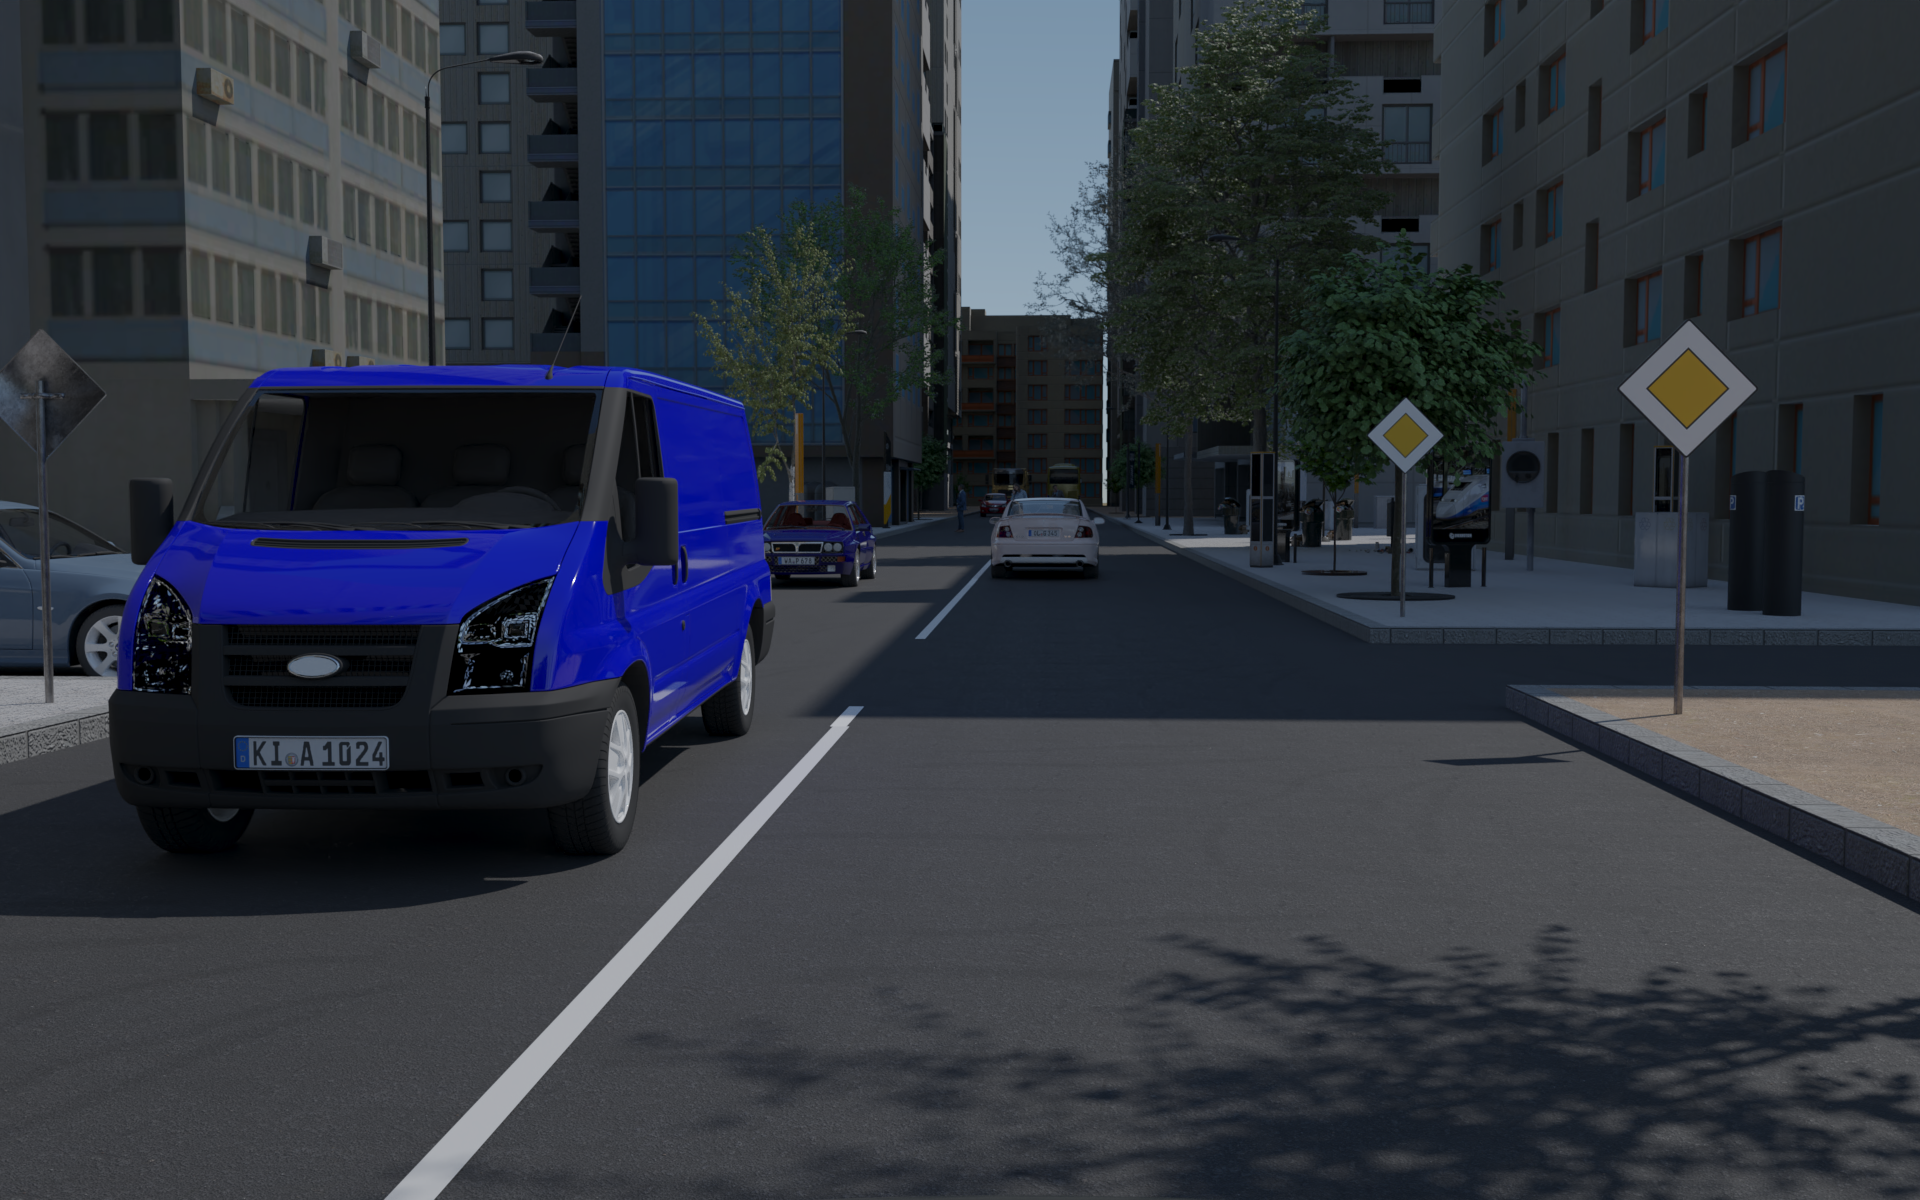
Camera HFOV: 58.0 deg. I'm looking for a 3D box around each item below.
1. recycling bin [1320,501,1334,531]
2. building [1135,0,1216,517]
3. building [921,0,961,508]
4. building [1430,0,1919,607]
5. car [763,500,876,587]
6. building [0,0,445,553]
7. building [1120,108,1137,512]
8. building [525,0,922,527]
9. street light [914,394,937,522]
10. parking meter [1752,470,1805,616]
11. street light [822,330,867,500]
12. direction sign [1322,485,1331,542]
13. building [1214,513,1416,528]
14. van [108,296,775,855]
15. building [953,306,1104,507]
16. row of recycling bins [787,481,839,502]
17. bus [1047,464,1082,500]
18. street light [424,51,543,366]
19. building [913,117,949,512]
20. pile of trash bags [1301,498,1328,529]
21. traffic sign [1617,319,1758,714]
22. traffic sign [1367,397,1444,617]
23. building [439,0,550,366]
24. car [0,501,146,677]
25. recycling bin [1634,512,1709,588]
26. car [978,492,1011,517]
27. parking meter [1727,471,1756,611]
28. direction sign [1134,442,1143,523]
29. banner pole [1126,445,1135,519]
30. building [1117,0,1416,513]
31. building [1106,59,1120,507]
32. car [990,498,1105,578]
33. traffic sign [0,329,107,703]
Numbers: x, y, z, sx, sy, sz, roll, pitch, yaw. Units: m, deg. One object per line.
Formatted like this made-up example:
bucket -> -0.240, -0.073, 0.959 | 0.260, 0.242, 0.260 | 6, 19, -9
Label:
recycling bin -> 12.866, -2.974, 61.175 | 0.722, 1.027, 0.722 | 2, 4, 31
building -> 21.863, -34.779, 110.642 | 21.231, 58.520, 28.212 | 0, 4, 3
building -> -13.502, -34.564, 154.358 | 27.495, 52.752, 28.713 | 0, 4, 3
building -> 26.038, -11.358, 30.750 | 28.899, 21.520, 27.650 | 0, 4, 3
car -> -2.359, -0.945, 28.033 | 1.945, 1.354, 3.894 | 0, 4, 3
building -> -23.564, -20.745, 31.065 | 32.217, 40.220, 23.993 | 0, 4, 3
building -> 19.279, -22.085, 132.787 | 14.160, 30.474, 14.107 | 0, 4, 3
building -> -9.043, -25.814, 72.162 | 14.600, 45.320, 14.200 | 0, 4, 3
street light -> -1.746, -6.613, 80.655 | 1.470, 5.913, 1.316 | 0, 4, 3
parking meter -> 8.706, -0.605, 18.306 | 0.372, 1.533, 0.369 | 0, 3, 0
street light -> -3.344, -4.695, 49.306 | 1.470, 5.913, 1.316 | 0, 4, 3
direction sign -> 9.794, -3.338, 46.574 | 0.876, 3.537, 0.379 | 3, 5, 44
building -> 23.926, -29.873, 77.668 | 28.713, 52.752, 27.495 | 0, 4, 3
van -> -2.223, -0.262, 8.674 | 2.240, 2.365, 5.245 | 0, 4, 1
building -> 1.020, -21.232, 192.190 | 28.899, 21.520, 27.650 | 0, 4, 3
row of recycling bins -> -4.838, -3.054, 57.041 | 1.069, 1.692, 3.534 | -2, 4, -24
bus -> 8.389, -9.046, 139.440 | 2.896, 3.916, 12.252 | 0, 4, 4
street light -> -5.074, -2.803, 18.371 | 1.470, 5.913, 1.316 | 0, 4, 3
building -> -8.324, -21.869, 129.258 | 14.160, 30.474, 14.107 | 0, 4, 3
pile of trash bags -> 12.375, -3.311, 63.887 | 3.447, 1.369, 1.912 | 0, 4, 5
traffic sign -> 4.185, -0.391, 10.039 | 0.795, 2.450, 0.064 | 0, 4, 3
traffic sign -> 4.615, -0.879, 18.012 | 0.795, 2.450, 0.064 | 0, 4, 3
building -> -16.001, -31.741, 108.198 | 28.713, 52.752, 27.495 | 0, 4, 3
car -> -7.649, -0.095, 13.548 | 4.499, 1.417, 2.014 | 0, 4, 1
recycling bin -> 9.841, -0.698, 23.961 | 0.722, 1.027, 0.722 | -3, 4, -37
car -> 2.244, -6.157, 109.713 | 2.155, 1.783, 4.494 | 0, 4, 4
parking meter -> 8.688, -0.654, 19.107 | 0.372, 1.533, 0.369 | 0, 3, 0
direction sign -> 7.856, -5.144, 76.109 | 0.379, 3.537, 0.876 | 0, 4, 1
banner pole -> 8.671, -6.013, 88.335 | 0.401, 3.779, 0.863 | 3, 5, 42
building -> 27.888, -34.464, 152.723 | 28.713, 52.752, 27.495 | 0, 4, 3
building -> 26.510, -34.371, 185.667 | 21.600, 48.544, 21.300 | 0, 4, 3
car -> 1.542, -1.132, 30.873 | 2.083, 1.381, 4.827 | 0, 4, 4
traffic sign -> -5.594, -0.425, 10.584 | 0.795, 2.450, 0.064 | 0, 4, 3
